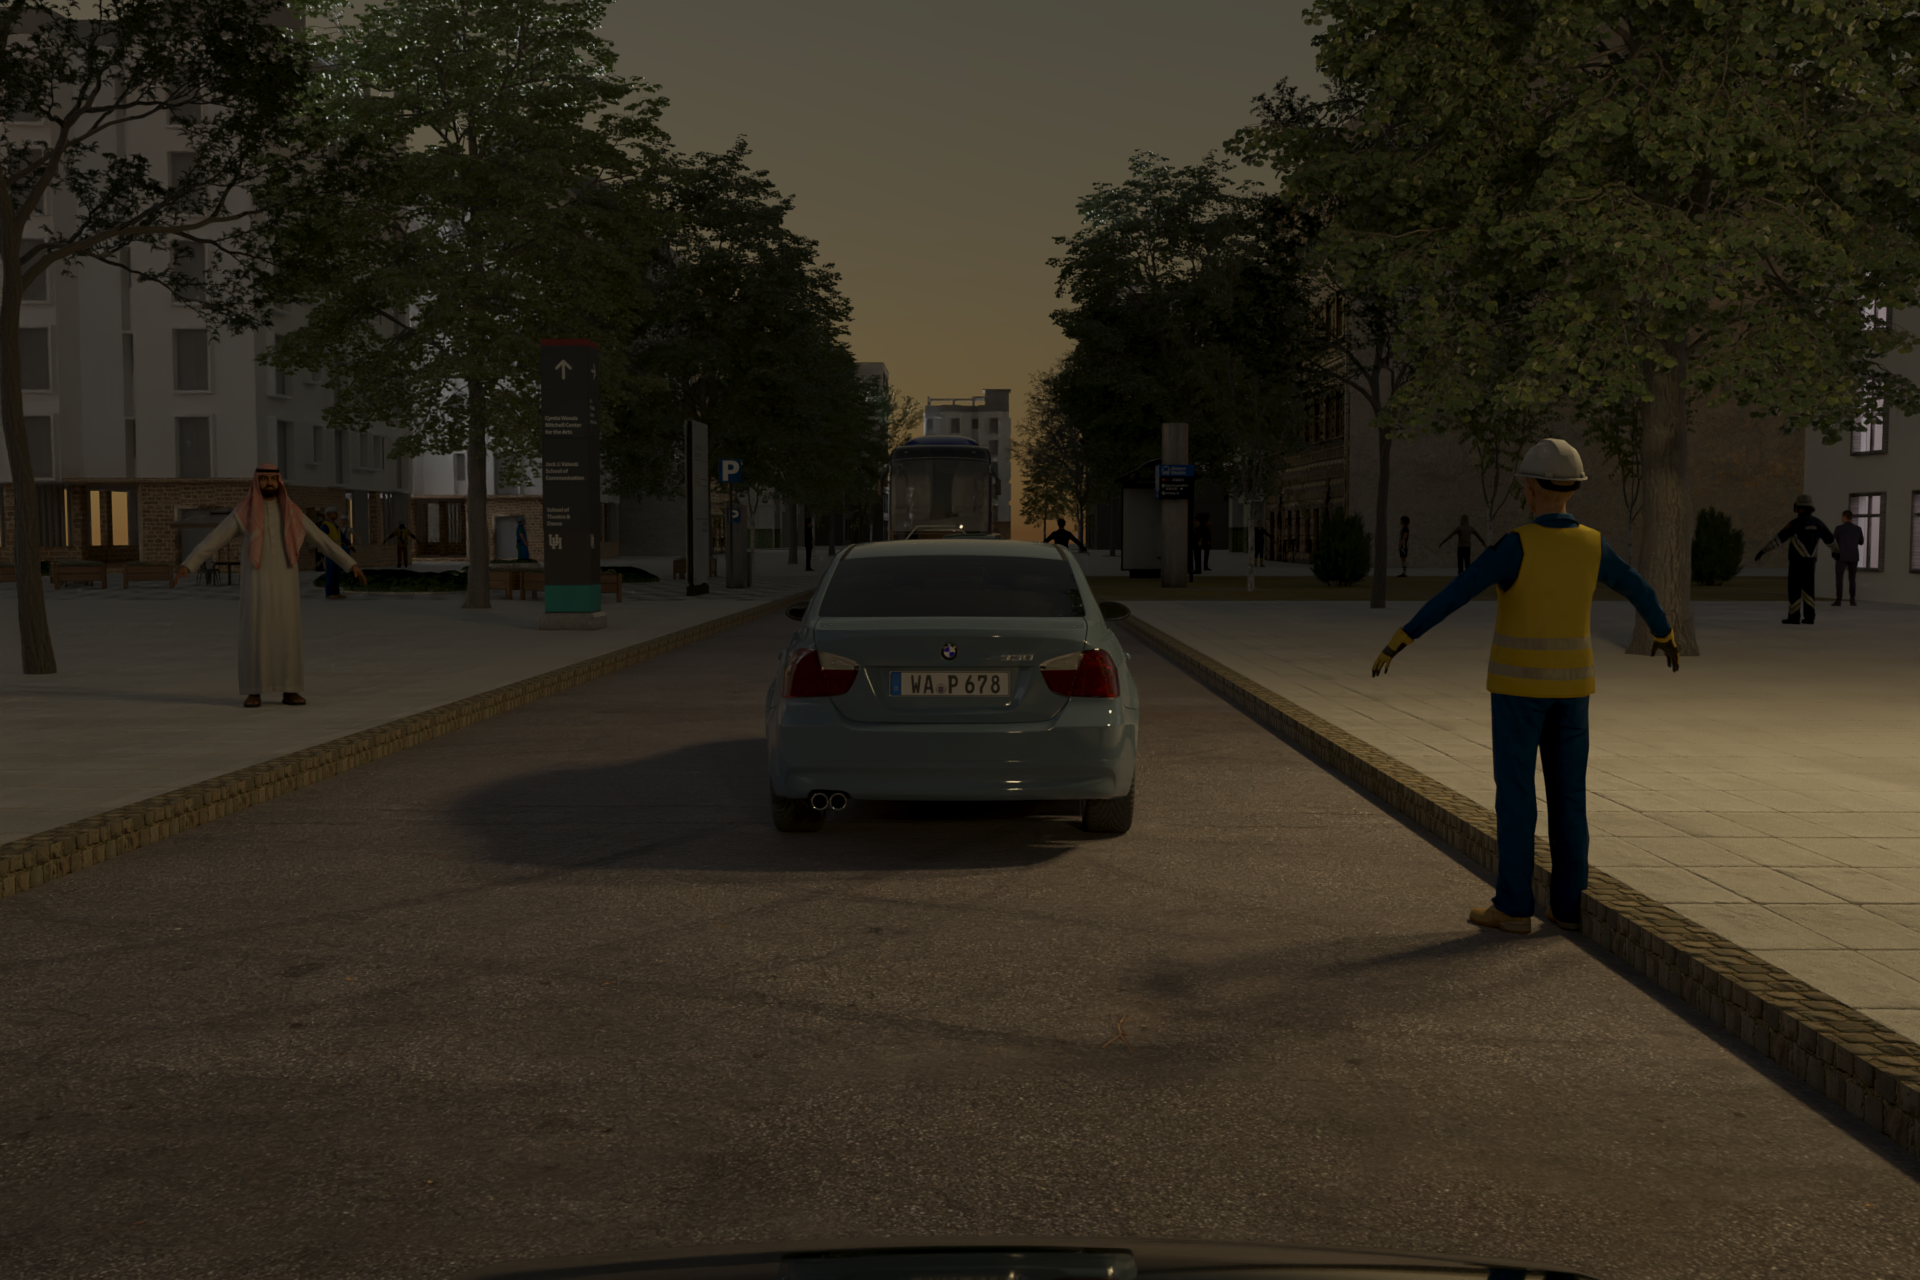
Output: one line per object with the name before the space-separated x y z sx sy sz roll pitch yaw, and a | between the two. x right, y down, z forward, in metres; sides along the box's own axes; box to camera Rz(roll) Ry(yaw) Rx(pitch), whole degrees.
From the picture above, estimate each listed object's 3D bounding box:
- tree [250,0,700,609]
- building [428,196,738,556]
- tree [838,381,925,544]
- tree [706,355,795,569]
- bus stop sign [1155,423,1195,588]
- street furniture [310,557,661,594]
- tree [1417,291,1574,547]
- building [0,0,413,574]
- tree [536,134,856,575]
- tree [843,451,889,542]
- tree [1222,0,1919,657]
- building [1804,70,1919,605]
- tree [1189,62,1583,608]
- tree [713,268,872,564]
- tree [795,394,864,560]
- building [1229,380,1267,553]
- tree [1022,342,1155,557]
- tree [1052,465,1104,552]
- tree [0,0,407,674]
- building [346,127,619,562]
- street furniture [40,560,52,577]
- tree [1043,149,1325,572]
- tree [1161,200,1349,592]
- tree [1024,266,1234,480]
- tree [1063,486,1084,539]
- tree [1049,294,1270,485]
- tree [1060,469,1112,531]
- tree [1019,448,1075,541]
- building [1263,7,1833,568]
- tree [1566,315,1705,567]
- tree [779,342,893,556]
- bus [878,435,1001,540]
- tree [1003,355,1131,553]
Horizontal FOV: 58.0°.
tree | -8.453 -6.848 30.093 7.486 12.596 7.792 0 3 0
building | -24.457 -16.977 108.498 19.493 23.208 18.063 0 4 0
tree | -6.432 -11.584 115.151 9.928 11.665 9.643 0 3 0
tree | -7.759 -6.947 63.943 4.737 8.622 4.395 0 3 0
bus stop sign | 5.128 -3.203 41.377 0.837 3.901 0.837 0 4 0
street furniture | -11.648 -1.632 42.309 5.734 0.657 10.072 2 4 27
tree | 13.444 -5.700 43.556 4.737 8.622 4.395 0 3 0
building | -27.560 -12.310 57.696 16.016 20.090 11.380 0 4 1
tree | -8.180 -9.034 54.357 9.857 13.997 8.962 0 3 0
tree | -6.967 -11.174 133.051 4.737 8.622 4.395 0 3 0
tree | 7.428 -6.807 17.945 9.857 13.997 8.962 0 3 0
building | 21.679 -4.865 21.698 9.099 9.664 28.070 0 4 1
tree | 7.590 -5.835 29.821 7.601 10.594 8.767 -1 4 -17
tree | -7.381 -9.524 73.846 7.486 12.596 7.792 0 3 0
tree | -6.964 -8.226 84.851 4.737 8.622 4.395 0 3 0
building | 27.241 -14.685 106.559 16.747 18.905 31.486 0 4 1
tree | 8.717 -11.531 98.894 12.009 13.543 11.850 0 3 0
tree | 8.343 -10.656 124.592 4.360 8.622 3.978 0 3 0
tree | -8.777 -4.957 15.464 7.601 10.594 8.767 -2 4 -33
building | -23.892 -13.787 81.844 16.016 20.090 11.380 0 4 2
street furniture | -31.290 -2.172 51.132 10.072 0.657 5.734 0 4 -7
tree | 7.268 -9.159 56.409 9.857 13.997 8.962 0 3 0
tree | 6.549 -5.400 38.655 4.360 8.622 3.978 0 3 0
tree | 8.133 -10.326 79.193 12.009 13.543 11.850 0 3 0
tree | 15.360 -17.143 230.651 4.737 8.622 4.395 0 3 0
tree | 7.838 -8.098 66.810 8.767 10.594 7.601 0 4 -4
tree | 9.353 -11.079 131.506 4.737 8.622 4.395 0 3 0
tree | 11.375 -18.683 223.593 7.486 12.596 7.792 0 3 0
building | 23.893 -14.856 73.822 19.493 23.208 18.063 0 4 0
tree | 19.619 -6.124 50.490 4.737 8.622 4.395 0 3 0
tree | -7.494 -11.234 101.803 7.486 12.596 7.792 0 3 0
bus | -0.419 -3.376 46.750 2.896 3.916 12.251 0 4 1
tree | 8.098 -12.498 114.719 12.009 13.543 11.850 0 3 0
